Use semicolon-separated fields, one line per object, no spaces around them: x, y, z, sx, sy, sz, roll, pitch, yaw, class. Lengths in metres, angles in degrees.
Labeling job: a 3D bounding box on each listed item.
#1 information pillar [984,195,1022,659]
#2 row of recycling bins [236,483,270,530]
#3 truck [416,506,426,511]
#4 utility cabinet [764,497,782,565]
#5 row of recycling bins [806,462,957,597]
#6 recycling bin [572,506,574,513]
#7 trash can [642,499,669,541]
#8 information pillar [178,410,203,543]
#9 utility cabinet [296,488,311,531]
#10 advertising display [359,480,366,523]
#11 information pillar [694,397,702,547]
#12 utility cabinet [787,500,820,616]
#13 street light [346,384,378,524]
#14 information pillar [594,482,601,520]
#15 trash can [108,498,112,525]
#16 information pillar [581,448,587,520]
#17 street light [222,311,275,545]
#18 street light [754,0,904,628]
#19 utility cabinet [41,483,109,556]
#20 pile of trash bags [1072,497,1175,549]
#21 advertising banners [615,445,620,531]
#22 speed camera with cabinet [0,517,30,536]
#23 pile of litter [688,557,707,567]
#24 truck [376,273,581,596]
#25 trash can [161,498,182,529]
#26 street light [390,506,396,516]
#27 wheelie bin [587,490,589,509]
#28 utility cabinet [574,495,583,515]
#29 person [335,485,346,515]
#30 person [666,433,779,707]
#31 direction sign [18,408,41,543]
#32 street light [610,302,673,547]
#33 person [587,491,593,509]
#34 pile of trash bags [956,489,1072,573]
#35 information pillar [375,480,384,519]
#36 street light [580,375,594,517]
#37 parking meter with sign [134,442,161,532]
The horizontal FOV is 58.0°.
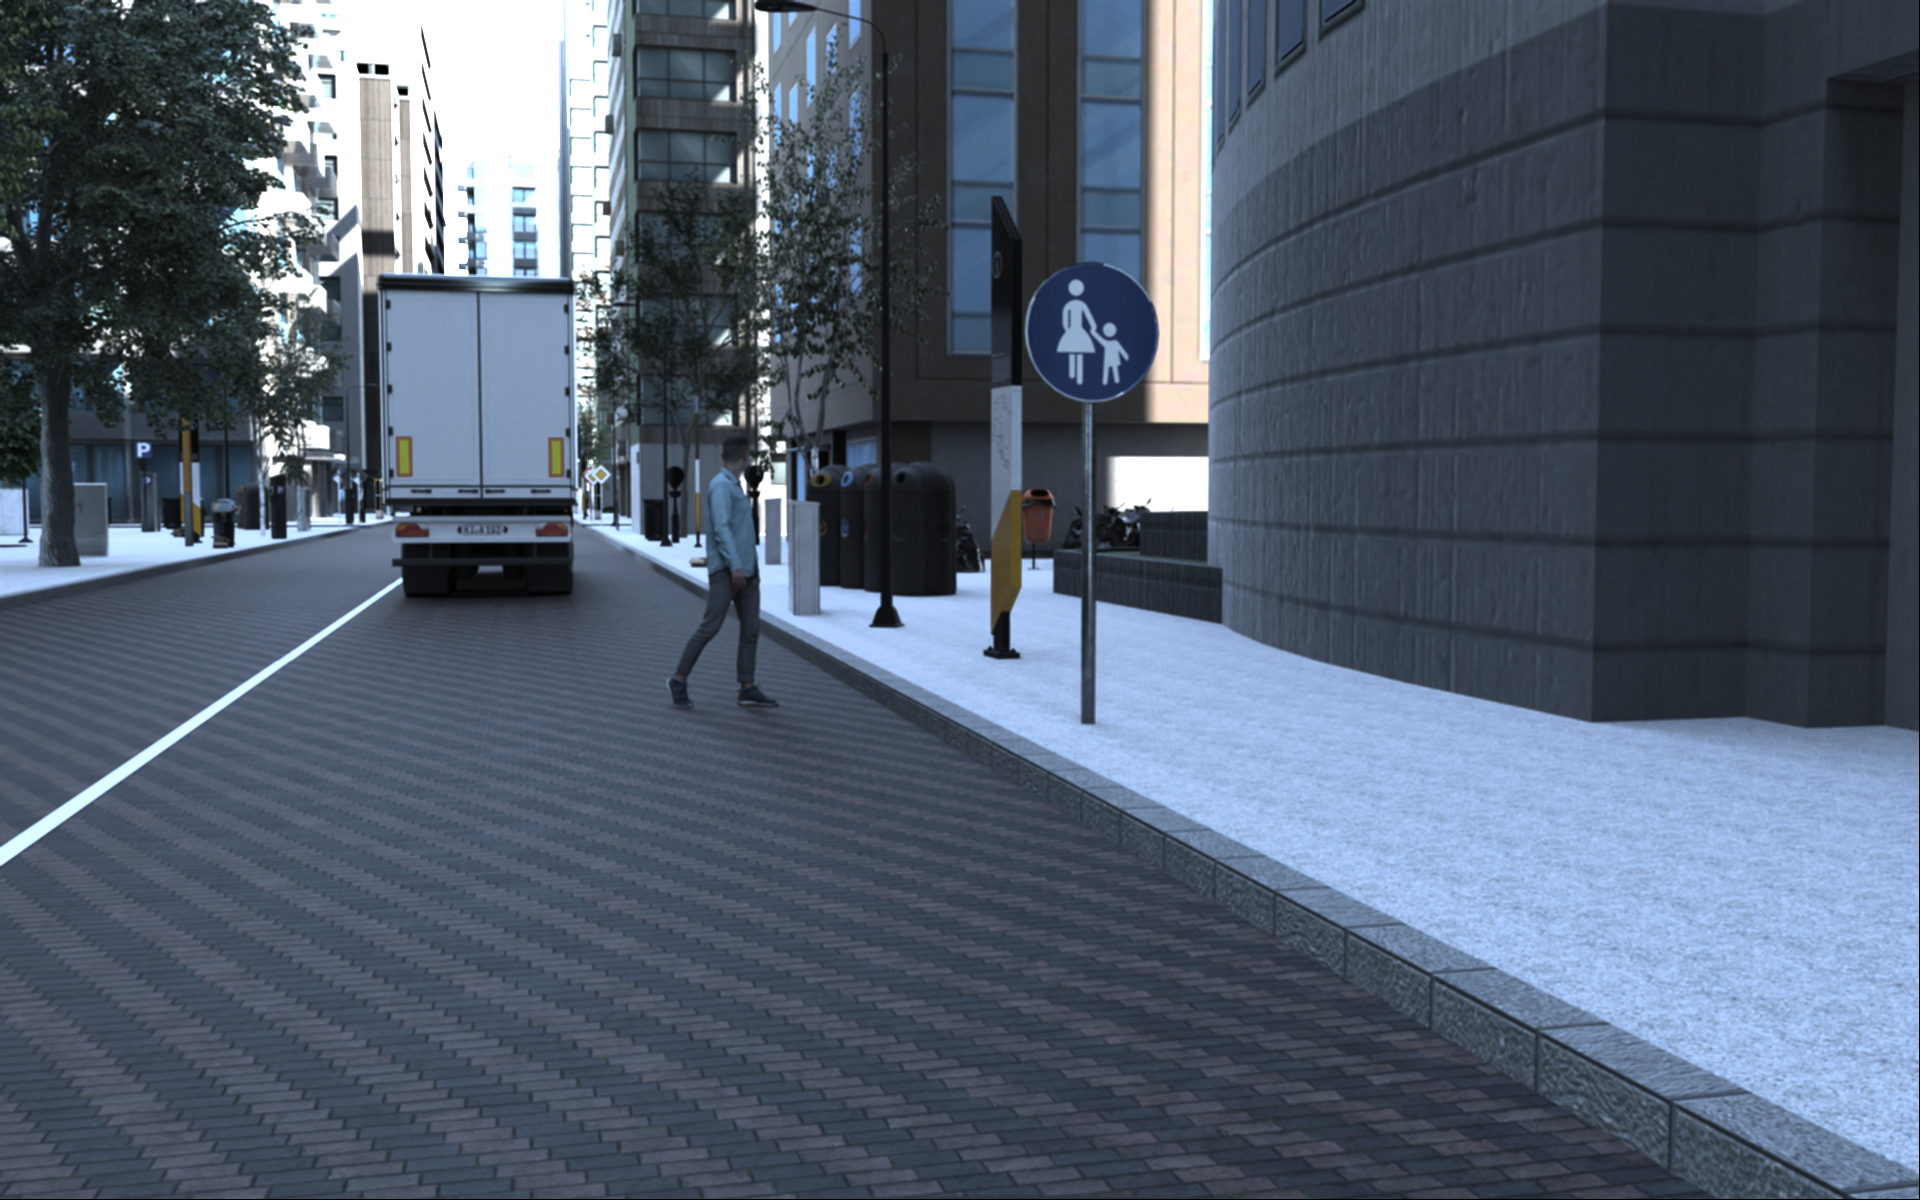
0.354;-1.352;13.455;0.183;3.616;0.504;-1;4;-18;information pillar
-25.925;-3.454;63.586;1.069;1.692;3.534;-2;4;-27;row of recycling bins
-25.836;-5.556;86.767;3.469;3.379;9.791;-1;4;-14;truck
-3.432;-1.264;31.825;0.306;1.237;1.020;0;4;-5;utility cabinet
-1.079;-0.989;23.279;1.069;1.692;3.534;-2;4;-27;row of recycling bins
-26.710;-6.588;120.264;0.722;1.027;0.722;-3;5;-40;recycling bin
-8.313;-2.182;47.321;0.748;1.137;0.748;0;3;0;trash can
-20.067;-3.291;45.161;0.504;3.616;0.183;-2;4;-23;information pillar
-22.771;-3.146;60.119;0.318;1.500;1.173;-1;4;-13;utility cabinet
-26.557;-4.387;76.944;0.123;1.923;0.974;-2;4;-32;advertising display
-6.317;-3.077;41.665;0.183;3.616;0.504;-1;4;-8;information pillar
-1.687;-0.465;18.772;0.306;1.237;1.020;-1;4;-9;utility cabinet
-25.348;-6.167;73.372;1.470;5.913;1.316;-1;4;-14;street light
-18.039;-4.996;86.171;0.304;2.012;0.304;-3;5;-40;information pillar
-35.000;-3.612;70.717;0.748;1.137;0.748;0;3;0;trash can
-18.947;-5.863;87.213;0.183;3.616;0.504;0;4;1;information pillar
-18.022;-4.363;43.868;1.470;5.913;1.316;-1;4;-14;street light
-1.237;-2.688;16.487;1.470;5.913;1.316;-1;4;-14;street light
-18.003;-1.624;35.235;1.173;1.500;0.318;-1;4;-17;utility cabinet
3.668;-1.336;31.594;3.447;1.369;1.912;-1;4;-12;pile of trash bags
-11.946;-3.928;60.403;0.090;3.025;2.074;-1;4;-13;advertising banners
-29.851;-3.604;53.261;2.038;3.252;0.660;-3;4;-36;speed camera with cabinet
-4.195;-1.009;30.458;1.176;0.858;1.719;-1;4;-9;pile of litter
-7.439;-2.371;27.687;2.839;4.237;11.283;-1;4;-13;truck
-28.700;-3.147;63.112;0.748;1.137;0.748;0;3;0;trash can
-31.953;-7.745;99.178;1.470;5.913;1.316;-1;4;-14;street light
-32.036;-8.634;149.072;0.693;1.594;0.980;0;4;-8;wheelie bin
-23.978;-5.985;109.018;0.306;1.237;1.020;1;4;10;utility cabinet
-37.906;-6.112;105.993;0.660;1.820;0.620;3;4;36;person
-1.599;-0.206;11.739;0.748;1.841;0.638;1;4;17;person
-24.627;-3.275;45.550;0.379;3.537;0.876;3;5;41;direction sign
-7.717;-4.253;42.076;1.470;5.913;1.316;-1;4;-14;street light
-31.265;-8.582;146.453;0.850;1.850;0.679;-1;4;-14;person
-0.083;-1.177;29.001;3.447;1.369;1.912;-1;4;-10;pile of trash bags
-29.428;-5.094;87.782;0.304;2.012;0.304;1;4;10;information pillar
-14.140;-5.842;68.059;1.470;5.913;1.316;-1;4;-14;street light
-27.438;-3.814;58.617;0.543;3.016;1.738;-1;4;-16;parking meter with sign
